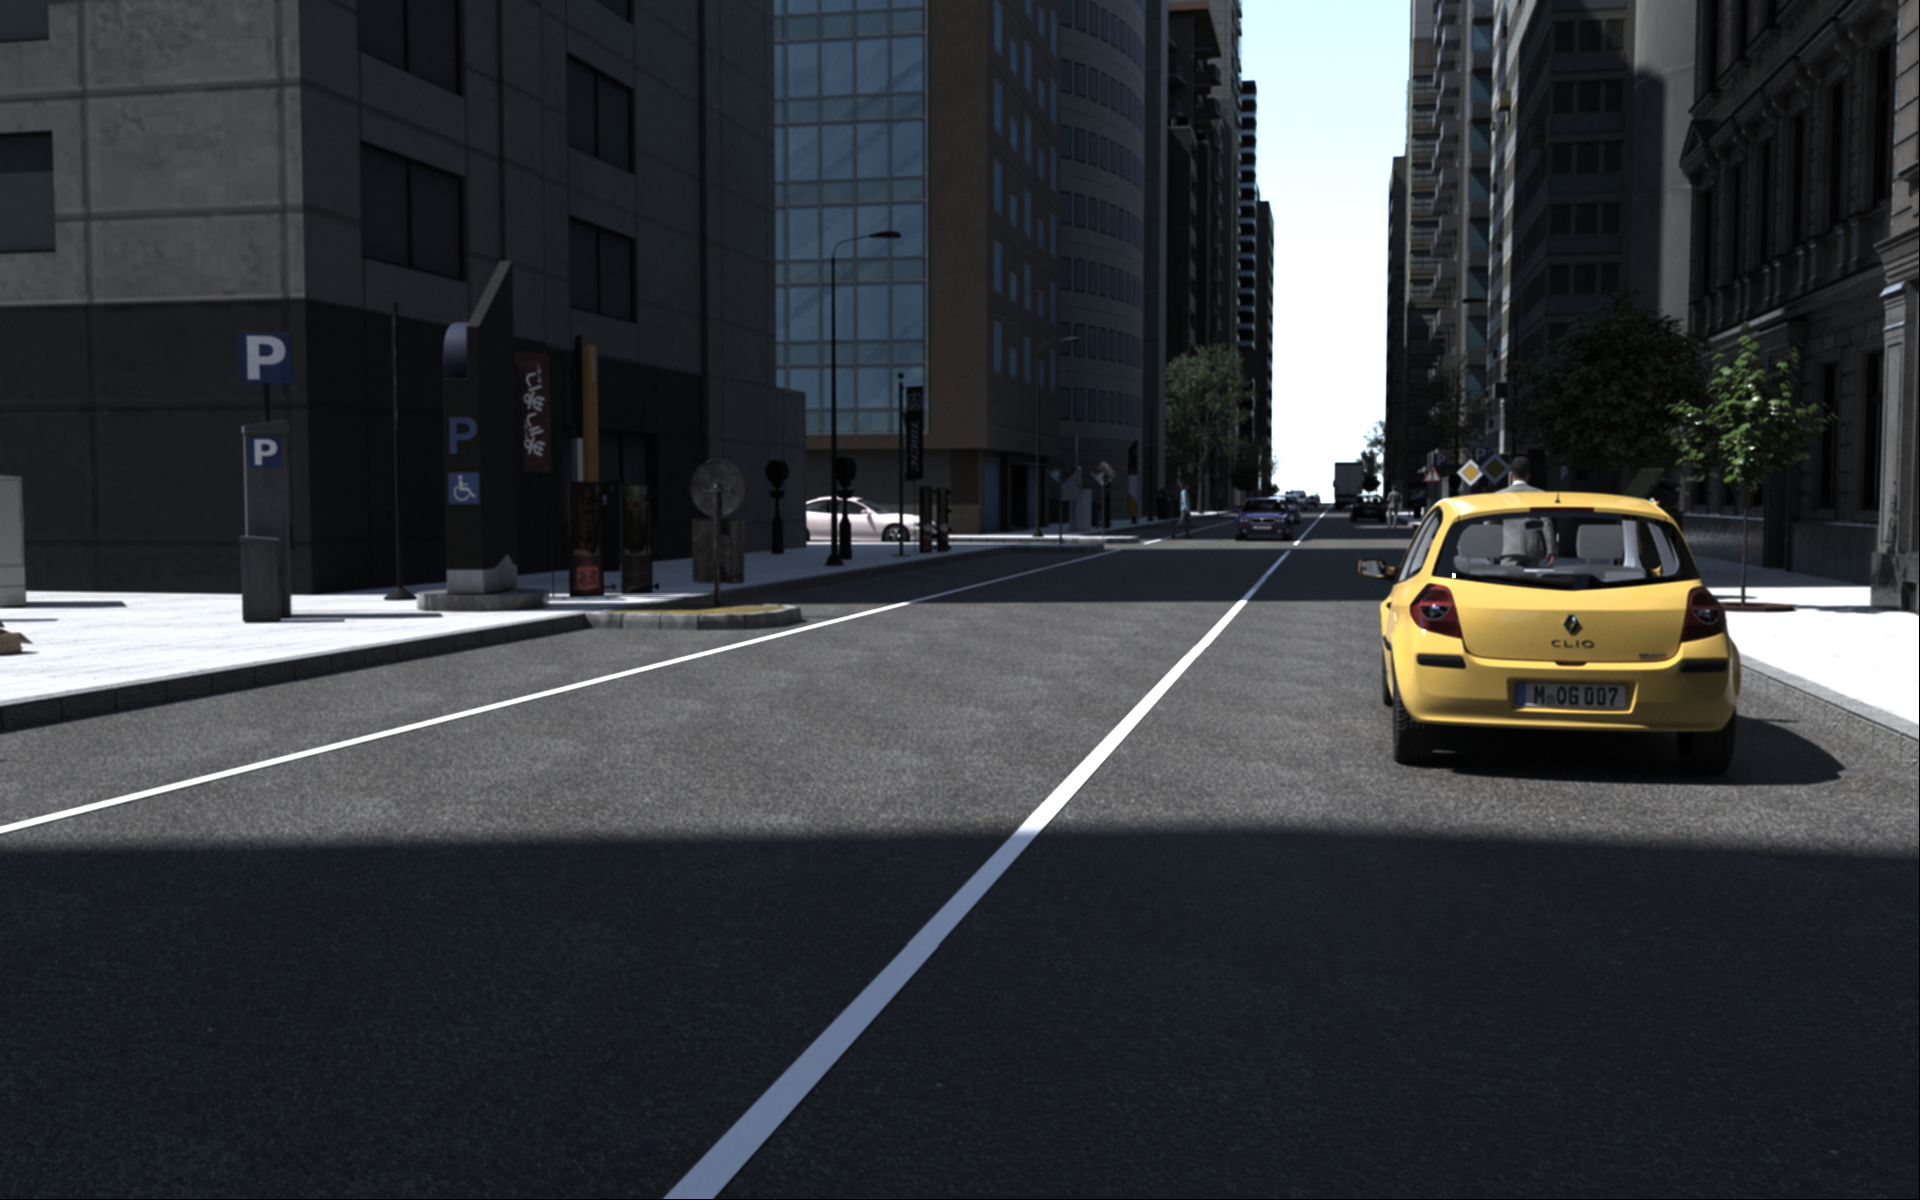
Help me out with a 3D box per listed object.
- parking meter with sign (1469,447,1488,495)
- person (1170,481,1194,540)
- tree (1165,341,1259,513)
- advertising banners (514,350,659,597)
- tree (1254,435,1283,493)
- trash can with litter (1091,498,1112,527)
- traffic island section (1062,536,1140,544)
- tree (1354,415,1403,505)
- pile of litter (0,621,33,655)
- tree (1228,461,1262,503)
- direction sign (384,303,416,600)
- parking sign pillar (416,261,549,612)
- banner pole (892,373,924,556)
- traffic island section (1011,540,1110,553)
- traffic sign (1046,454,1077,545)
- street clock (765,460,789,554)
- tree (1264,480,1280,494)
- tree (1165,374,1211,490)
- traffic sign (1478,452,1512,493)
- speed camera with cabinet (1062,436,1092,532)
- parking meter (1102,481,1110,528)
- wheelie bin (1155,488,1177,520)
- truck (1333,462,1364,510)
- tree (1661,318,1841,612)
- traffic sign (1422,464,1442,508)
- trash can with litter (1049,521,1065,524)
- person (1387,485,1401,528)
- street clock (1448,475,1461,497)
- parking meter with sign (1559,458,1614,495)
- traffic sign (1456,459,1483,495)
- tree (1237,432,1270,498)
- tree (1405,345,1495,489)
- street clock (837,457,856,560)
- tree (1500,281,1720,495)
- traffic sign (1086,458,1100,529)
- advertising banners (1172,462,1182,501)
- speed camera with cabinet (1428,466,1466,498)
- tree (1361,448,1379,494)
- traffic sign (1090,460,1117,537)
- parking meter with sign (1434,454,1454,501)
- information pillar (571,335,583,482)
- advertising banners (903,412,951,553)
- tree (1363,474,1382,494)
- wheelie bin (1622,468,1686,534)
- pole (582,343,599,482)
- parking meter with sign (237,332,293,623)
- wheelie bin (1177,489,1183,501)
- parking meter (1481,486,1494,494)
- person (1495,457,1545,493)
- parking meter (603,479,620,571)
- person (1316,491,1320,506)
[{"bbox_3d":[19.379,-4.203,64.986,0.543,3.016,1.738,1,4,8],"label":"parking meter with sign"},{"bbox_3d":[7.028,-2.826,54.561,0.748,1.841,0.638,1,4,21],"label":"person"},{"bbox_3d":[16.503,-11.767,118.149,9.928,11.665,9.643,0,3,0],"label":"tree"},{"bbox_3d":[-4.682,-1.564,21.765,2.074,3.025,0.090,-3,5,-45],"label":"advertising banners"},{"bbox_3d":[37.501,-15.993,211.842,4.360,8.622,3.978,0,3,0],"label":"tree"},{"bbox_3d":[5.424,-3.468,68.086,1.055,1.170,0.624,-1,4,-19],"label":"trash can with litter"},{"bbox_3d":[4.229,-1.780,51.390,2.009,0.180,2.903,1,4,12],"label":"traffic island section"},{"bbox_3d":[50.025,-16.539,204.825,7.601,10.594,8.767,-1,4,-16],"label":"tree"},{"bbox_3d":[-8.086,0.003,13.921,1.176,0.858,1.719,0,4,-5],"label":"pile of litter"},{"bbox_3d":[27.935,-11.371,169.636,4.285,4.588,4.351,0,3,0],"label":"tree"},{"bbox_3d":[-6.820,-1.774,21.001,0.379,3.537,0.876,-1,4,-20],"label":"direction sign"},{"bbox_3d":[-5.388,-1.896,19.465,1.447,3.967,1.447,0,4,2],"label":"parking sign pillar"},{"bbox_3d":[-1.047,-2.790,35.641,0.863,3.779,0.401,3,5,42],"label":"banner pole"},{"bbox_3d":[2.510,-1.303,43.592,2.009,0.180,2.903,1,4,12],"label":"traffic island section"},{"bbox_3d":[2.535,-2.439,43.525,0.795,2.450,0.064,1,4,12],"label":"traffic sign"},{"bbox_3d":[-3.917,-1.991,37.130,0.471,2.002,0.358,2,4,32],"label":"street clock"},{"bbox_3d":[41.494,-14.520,232.006,1.663,3.219,1.824,0,3,0],"label":"tree"},{"bbox_3d":[13.427,-9.482,105.385,4.360,8.622,3.978,0,3,0],"label":"tree"},{"bbox_3d":[12.730,-2.301,41.265,0.795,2.450,0.064,1,4,12],"label":"traffic sign"},{"bbox_3d":[3.989,-3.982,59.445,0.660,3.252,2.038,1,4,19],"label":"speed camera with cabinet"},{"bbox_3d":[5.473,-3.617,64.845,0.255,1.863,0.399,0,4,-5],"label":"parking meter"},{"bbox_3d":[10.195,-4.822,86.744,0.693,1.594,0.980,2,4,32],"label":"wheelie bin"},{"bbox_3d":[35.209,-10.283,157.042,2.839,4.237,11.283,1,4,12],"label":"truck"},{"bbox_3d":[8.631,-1.511,19.307,1.663,3.219,1.824,0,3,0],"label":"tree"},{"bbox_3d":[20.645,-4.631,75.724,0.884,2.594,0.081,1,4,18],"label":"traffic sign"},{"bbox_3d":[3.853,-3.884,74.556,2.233,1.210,1.678,2,4,31],"label":"trash can with litter"},{"bbox_3d":[18.495,-3.990,73.937,0.606,1.804,0.583,0,4,-8],"label":"person"},{"bbox_3d":[18.433,-3.669,64.560,0.358,2.002,0.471,-2,4,-24],"label":"street clock"},{"bbox_3d":[12.551,-2.381,35.186,1.738,3.016,0.543,-1,4,-12],"label":"parking meter with sign"},{"bbox_3d":[14.449,-2.778,49.063,0.795,2.450,0.064,1,4,12],"label":"traffic sign"},{"bbox_3d":[33.555,-15.212,199.078,4.737,8.622,4.395,0,3,0],"label":"tree"},{"bbox_3d":[24.475,-8.328,86.524,4.737,8.622,4.395,0,3,0],"label":"tree"},{"bbox_3d":[-2.256,-1.799,33.991,0.358,2.002,0.471,-3,4,-39],"label":"street clock"},{"bbox_3d":[10.229,-2.630,26.717,4.285,4.588,4.351,0,3,0],"label":"tree"},{"bbox_3d":[5.011,-3.867,63.233,0.884,2.594,0.081,1,4,13],"label":"traffic sign"},{"bbox_3d":[11.288,-5.904,92.725,0.090,3.025,2.074,3,5,42],"label":"advertising banners"},{"bbox_3d":[25.566,-5.908,90.933,0.660,3.252,2.038,-2,4,-34],"label":"speed camera with cabinet"},{"bbox_3d":[63.996,-19.657,271.748,4.737,8.622,4.395,0,3,0],"label":"tree"},{"bbox_3d":[4.254,-2.916,51.323,0.795,2.450,0.064,1,4,12],"label":"traffic sign"},{"bbox_3d":[20.820,-4.738,73.732,0.543,3.016,1.738,-1,4,-10],"label":"parking meter with sign"},{"bbox_3d":[-5.683,-2.104,25.748,0.183,3.616,0.504,-1,4,-22],"label":"information pillar"},{"bbox_3d":[-0.732,-2.545,37.804,0.090,3.025,2.074,2,4,29],"label":"advertising banners"},{"bbox_3d":[61.063,-16.745,257.500,4.285,4.588,4.351,0,3,0],"label":"tree"},{"bbox_3d":[8.538,-0.828,21.451,0.693,1.594,0.980,0,4,-4],"label":"wheelie bin"},{"bbox_3d":[-5.027,-1.821,23.612,0.158,3.312,0.155,0,3,0],"label":"pole"},{"bbox_3d":[-7.236,-1.331,18.021,0.543,3.016,1.738,-1,4,-19],"label":"parking meter with sign"},{"bbox_3d":[12.729,-5.616,99.725,0.693,1.594,0.980,2,4,31],"label":"wheelie bin"},{"bbox_3d":[16.033,-2.710,52.715,0.372,1.533,0.369,0,3,0],"label":"parking meter"},{"bbox_3d":[5.401,-0.488,16.753,0.678,1.792,0.850,1,4,16],"label":"person"},{"bbox_3d":[-5.854,-1.249,28.837,0.372,1.533,0.369,0,3,0],"label":"parking meter"},{"bbox_3d":[43.295,-12.317,209.867,0.705,1.826,1.348,0,4,-5],"label":"person"}]
